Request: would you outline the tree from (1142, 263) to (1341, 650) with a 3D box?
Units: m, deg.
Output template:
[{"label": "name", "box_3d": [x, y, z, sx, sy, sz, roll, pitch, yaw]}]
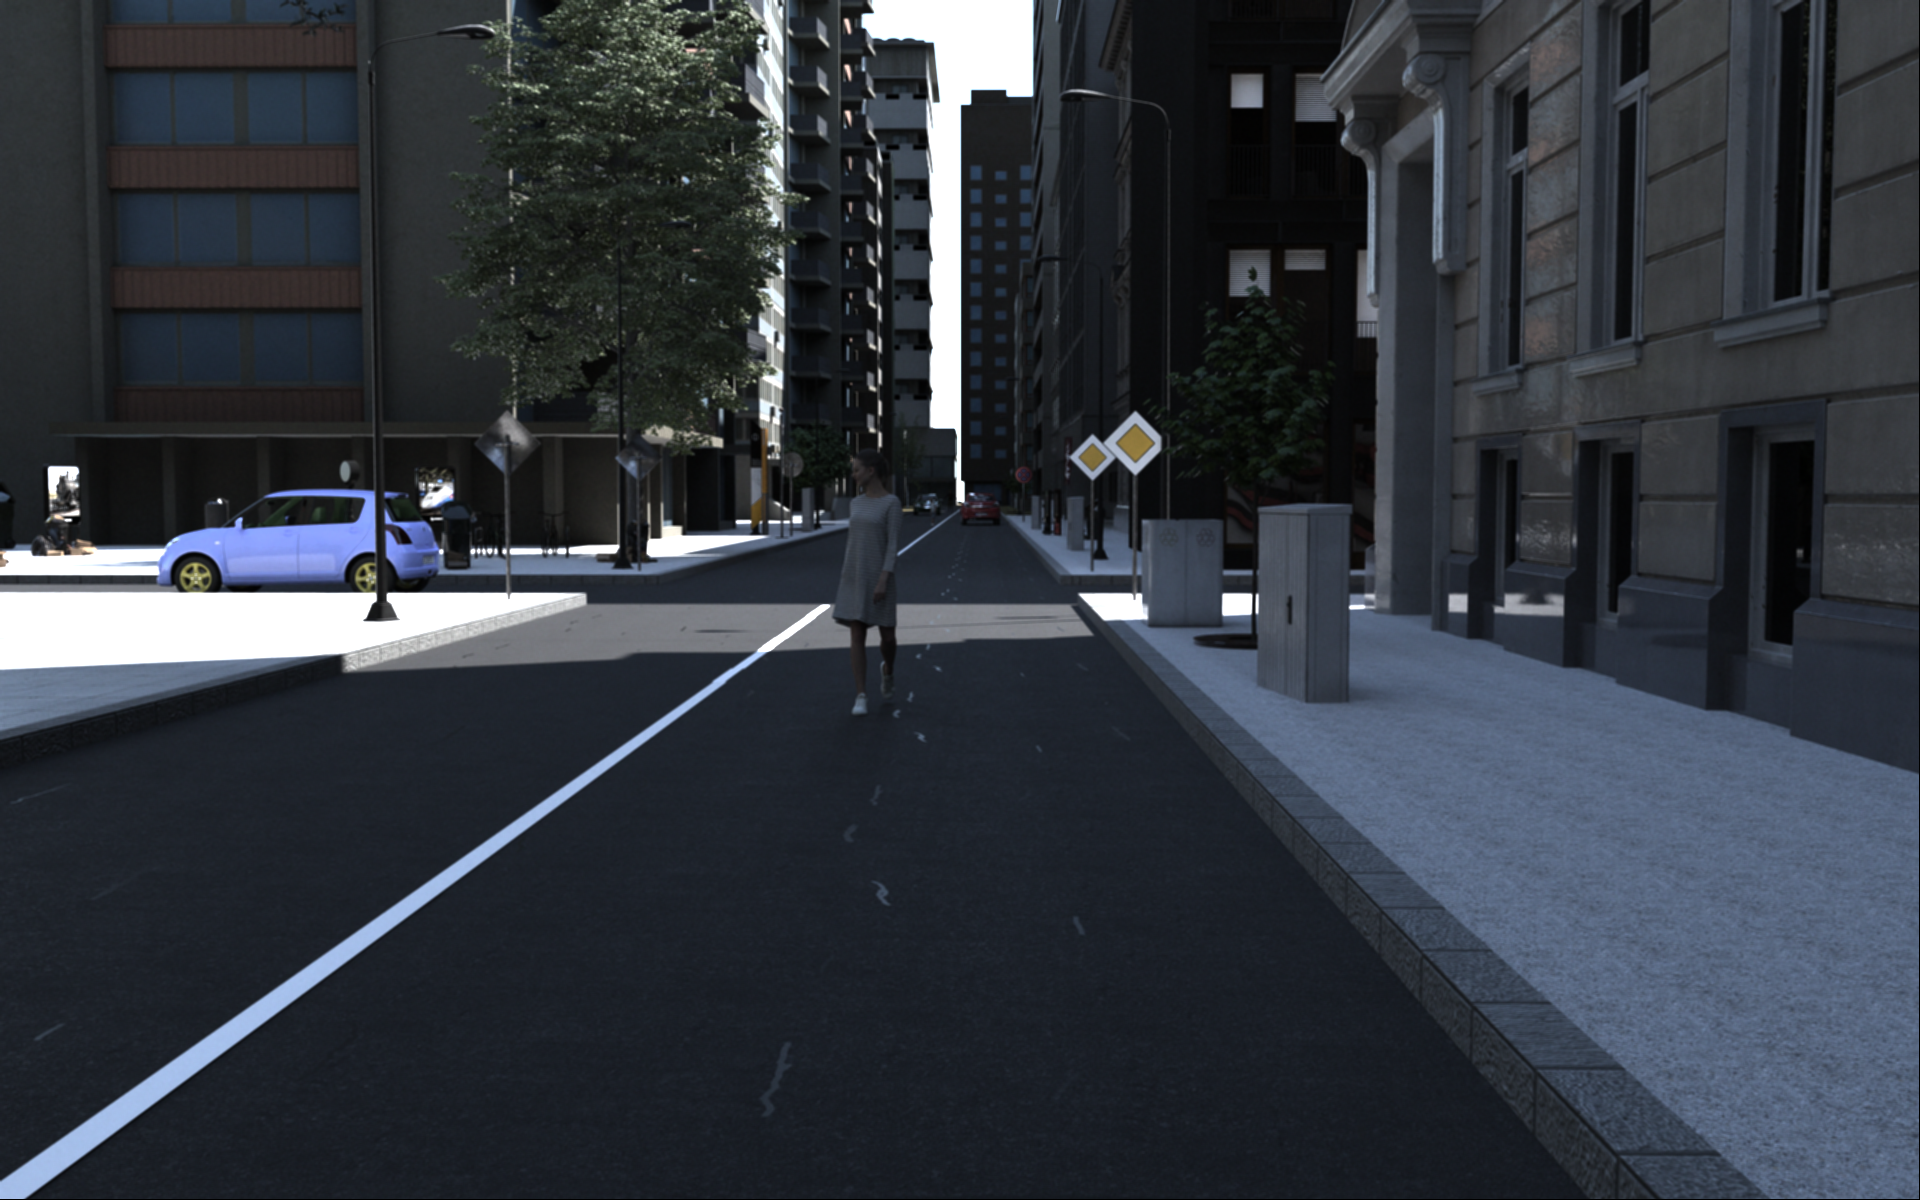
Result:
[{"label": "tree", "box_3d": [2.375, -1.229, 14.696, 1.663, 3.219, 1.824, 0, 3, 0]}]

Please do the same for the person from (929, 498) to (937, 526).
[{"label": "person", "box_3d": [-1.220, -4.003, 78.628, 0.352, 1.250, 0.332, 0, 4, -7]}]

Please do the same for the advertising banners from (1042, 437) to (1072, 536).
[{"label": "advertising banners", "box_3d": [3.024, -3.521, 53.758, 0.090, 3.025, 2.074, -1, 4, -22]}]

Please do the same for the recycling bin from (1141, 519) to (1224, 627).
[{"label": "recycling bin", "box_3d": [2.174, -0.271, 16.989, 0.722, 1.027, 0.722, 0, 3, 0]}]

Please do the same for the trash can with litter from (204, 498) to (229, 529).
[{"label": "trash can with litter", "box_3d": [-14.767, -1.468, 35.065, 2.233, 1.210, 1.678, 1, 4, 12]}]

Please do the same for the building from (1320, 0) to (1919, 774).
[{"label": "building", "box_3d": [10.633, -13.632, 8.782, 13.634, 28.700, 20.117, 0, 4, 1]}]

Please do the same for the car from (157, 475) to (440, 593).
[{"label": "car", "box_3d": [-9.228, -0.893, 24.186, 3.694, 1.707, 1.945, 0, 4, 0]}]

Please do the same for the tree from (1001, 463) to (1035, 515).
[{"label": "tree", "box_3d": [3.860, -7.584, 118.594, 1.663, 3.219, 1.824, 0, 3, 0]}]

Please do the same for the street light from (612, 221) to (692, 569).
[{"label": "street light", "box_3d": [-5.259, -3.489, 29.583, 1.470, 5.913, 1.316, 0, 4, 1]}]

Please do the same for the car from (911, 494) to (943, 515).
[{"label": "car", "box_3d": [-2.243, -6.519, 118.388, 2.131, 1.459, 4.920, 0, 4, 0]}]

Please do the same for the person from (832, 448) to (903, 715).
[{"label": "person", "box_3d": [-0.596, -0.138, 11.511, 0.466, 1.731, 0.760, 0, 4, 4]}]

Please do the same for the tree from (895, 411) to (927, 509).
[{"label": "tree", "box_3d": [-4.634, -12.345, 152.205, 4.737, 8.622, 4.395, 0, 3, 0]}]

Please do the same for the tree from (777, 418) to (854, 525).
[{"label": "tree", "box_3d": [-6.016, -5.464, 73.051, 4.285, 4.588, 4.351, 0, 3, 0]}]

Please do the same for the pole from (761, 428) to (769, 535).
[{"label": "pole", "box_3d": [-6.071, -3.673, 53.889, 0.158, 3.312, 0.155, 0, 3, 0]}]

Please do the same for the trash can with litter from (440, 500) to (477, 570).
[{"label": "trash can with litter", "box_3d": [-8.600, -1.127, 29.810, 0.624, 1.170, 1.055, -1, 4, -19]}]

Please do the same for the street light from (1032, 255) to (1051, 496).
[{"label": "street light", "box_3d": [2.207, -3.750, 33.850, 1.470, 5.913, 1.316, 0, 4, 1]}]

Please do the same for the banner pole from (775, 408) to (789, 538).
[{"label": "banner pole", "box_3d": [-5.186, -3.702, 50.550, 0.401, 3.779, 0.863, 0, 4, -1]}]

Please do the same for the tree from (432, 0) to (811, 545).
[{"label": "tree", "box_3d": [-6.934, -7.207, 35.967, 7.486, 12.596, 7.792, 0, 3, 0]}]

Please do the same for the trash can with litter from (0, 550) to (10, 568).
[{"label": "trash can with litter", "box_3d": [-16.890, -1.126, 29.793, 0.624, 1.170, 1.055, 0, 4, 0]}]

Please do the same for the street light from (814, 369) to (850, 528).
[{"label": "street light", "box_3d": [-4.787, -5.628, 64.563, 1.470, 5.913, 1.316, 0, 4, 1]}]

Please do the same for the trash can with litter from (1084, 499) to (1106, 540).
[{"label": "trash can with litter", "box_3d": [3.546, -2.267, 48.459, 1.055, 1.170, 0.624, 2, 4, 30]}]

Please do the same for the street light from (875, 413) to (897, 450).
[{"label": "street light", "box_3d": [-4.314, -7.756, 99.357, 1.470, 5.913, 1.316, 0, 4, 1]}]

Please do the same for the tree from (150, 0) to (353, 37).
[{"label": "tree", "box_3d": [-6.872, -6.065, 9.533, 12.009, 13.543, 11.850, 0, 3, 0]}]

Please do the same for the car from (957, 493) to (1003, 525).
[{"label": "car", "box_3d": [0.944, -4.420, 81.315, 2.155, 1.783, 4.494, 0, 4, -1]}]

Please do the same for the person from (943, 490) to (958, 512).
[{"label": "person", "box_3d": [-0.754, -7.930, 138.672, 1.217, 1.766, 0.721, 0, 4, 4]}]

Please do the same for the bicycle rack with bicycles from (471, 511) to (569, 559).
[{"label": "bicycle rack with bicycles", "box_3d": [-9.032, -1.337, 35.244, 2.852, 0.926, 2.925, -1, 4, -11]}]

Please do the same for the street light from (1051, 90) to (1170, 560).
[{"label": "street light", "box_3d": [1.845, -2.908, 20.085, 1.470, 5.913, 1.316, 0, 4, 1]}]

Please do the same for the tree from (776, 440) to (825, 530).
[{"label": "tree", "box_3d": [-5.546, -4.105, 61.714, 1.663, 3.219, 1.824, 0, 3, 0]}]

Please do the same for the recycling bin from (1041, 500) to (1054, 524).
[{"label": "recycling bin", "box_3d": [3.764, -3.822, 75.051, 0.722, 1.027, 0.722, 1, 4, 11]}]

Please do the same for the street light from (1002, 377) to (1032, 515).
[{"label": "street light", "box_3d": [2.519, -5.906, 69.097, 1.470, 5.913, 1.316, 0, 4, 1]}]

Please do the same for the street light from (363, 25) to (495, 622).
[{"label": "street light", "box_3d": [-5.308, -2.740, 17.334, 1.470, 5.913, 1.316, 0, 4, 1]}]
